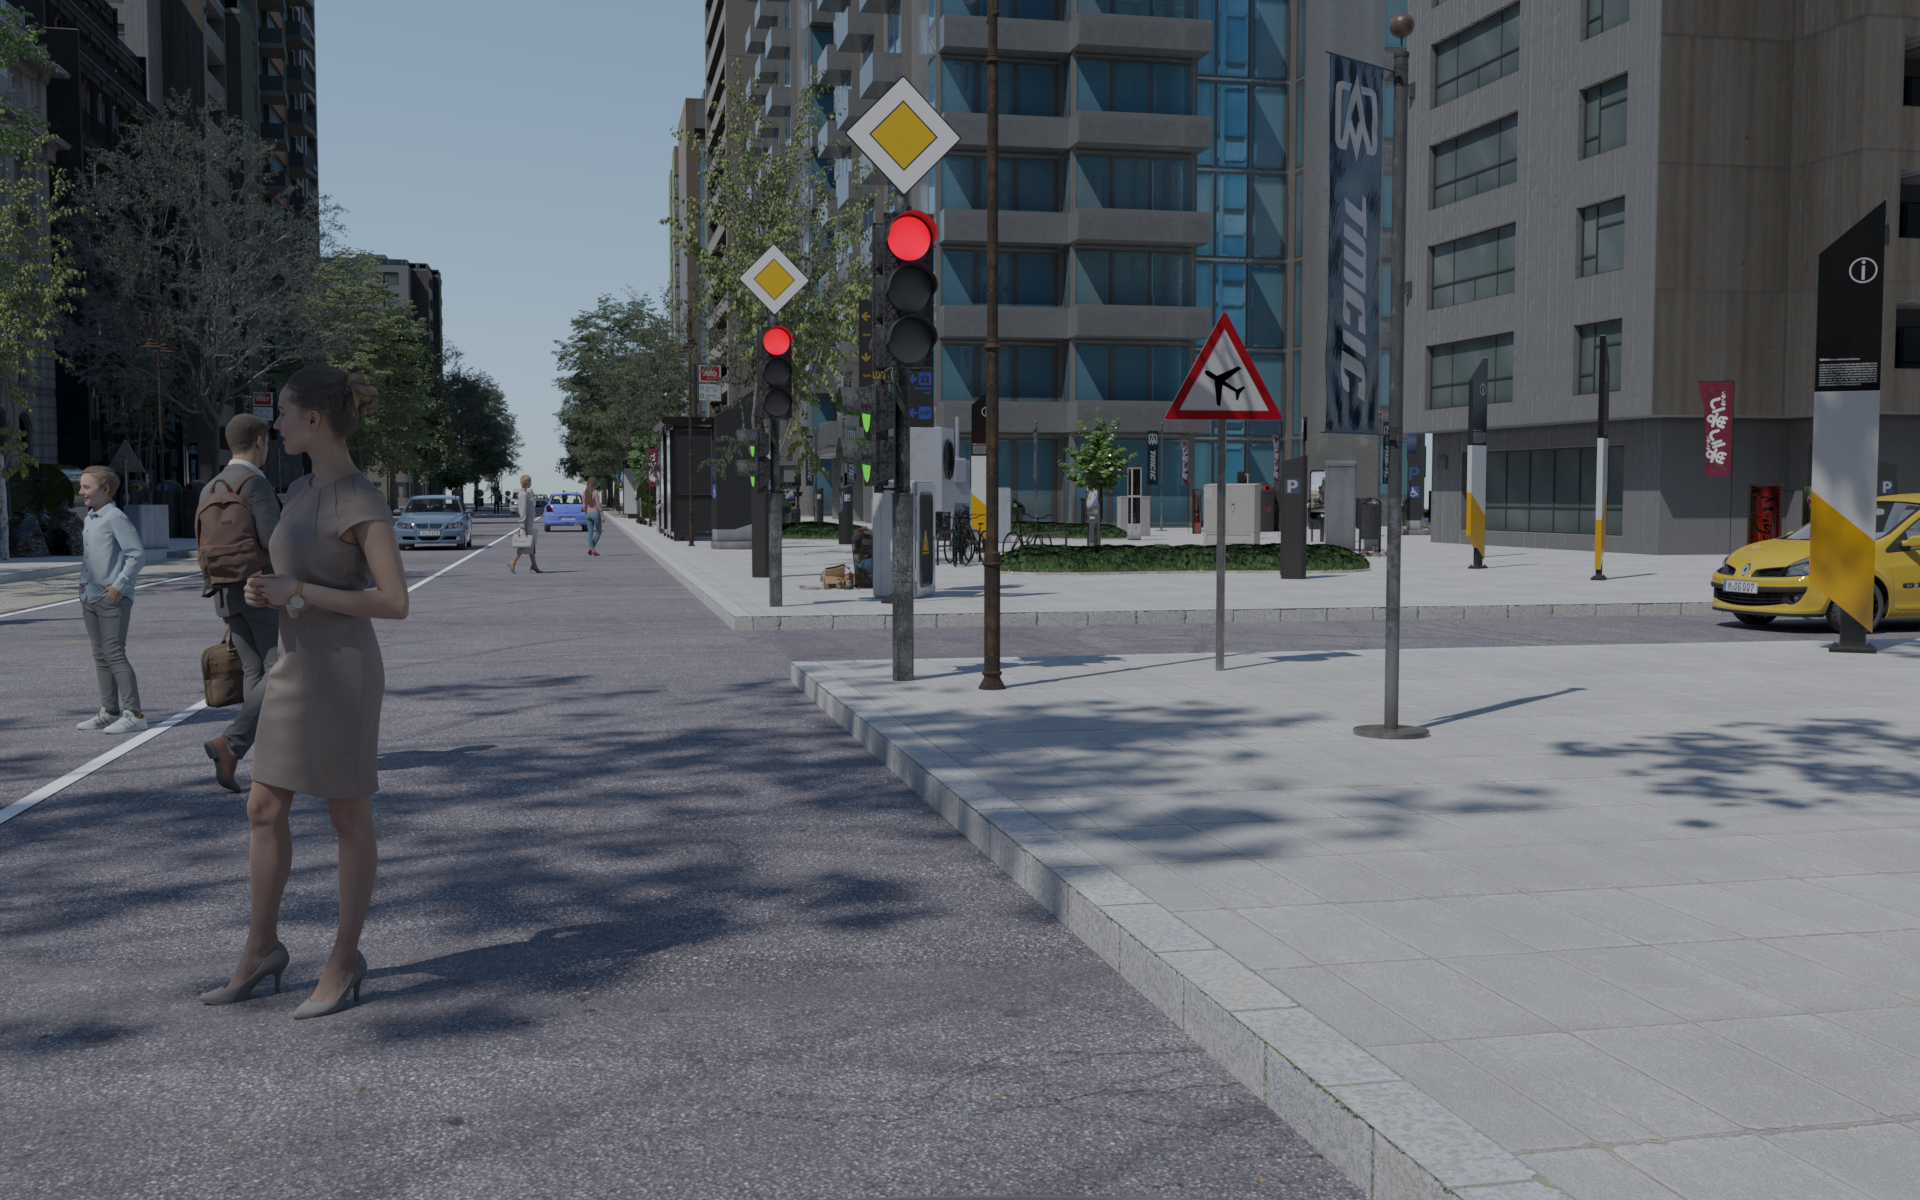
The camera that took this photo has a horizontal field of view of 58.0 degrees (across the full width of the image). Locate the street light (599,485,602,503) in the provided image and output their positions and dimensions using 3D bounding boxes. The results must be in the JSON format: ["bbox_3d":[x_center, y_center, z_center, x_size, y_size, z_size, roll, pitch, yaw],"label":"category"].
[{"bbox_3d":[-40.527,-13.724,197.173,0.468,5.910,1.993,-1,4,-12],"label":"street light"}]

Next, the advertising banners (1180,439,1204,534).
[{"bbox_3d":[7.655,-3.643,55.748,0.090,3.025,2.074,3,5,42],"label":"advertising banners"}]

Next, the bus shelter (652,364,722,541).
[{"bbox_3d":[-7.894,-4.492,51.074,2.179,5.291,8.768,-1,4,-12],"label":"bus shelter"}]

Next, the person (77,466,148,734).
[{"bbox_3d":[-5.193,-0.013,10.528,0.330,1.601,0.589,-3,5,-44],"label":"person"}]

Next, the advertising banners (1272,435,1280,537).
[{"bbox_3d":[9.779,-3.408,51.901,0.090,3.025,2.074,2,4,35],"label":"advertising banners"}]

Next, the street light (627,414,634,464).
[{"bbox_3d":[-17.647,-7.328,92.600,0.468,5.910,1.993,-1,4,-12],"label":"street light"}]

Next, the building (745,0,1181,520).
[{"bbox_3d":[-2.122,-30.210,113.539,23.786,49.044,30.456,-1,4,-12],"label":"building"}]

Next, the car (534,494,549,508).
[{"bbox_3d":[-40.020,-9.507,165.225,2.009,1.686,4.222,-1,4,-14],"label":"car"}]

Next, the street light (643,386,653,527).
[{"bbox_3d":[-12.121,-5.801,67.636,0.468,5.910,1.993,-1,4,-12],"label":"street light"}]

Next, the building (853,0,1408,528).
[{"bbox_3d":[5.687,-28.026,77.841,23.786,49.044,30.456,-1,4,-12],"label":"building"}]

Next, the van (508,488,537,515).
[{"bbox_3d":[-30.787,-7.031,121.970,2.013,2.044,4.112,-1,4,-12],"label":"van"}]

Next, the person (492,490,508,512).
[{"bbox_3d":[-36.911,-7.935,138.926,1.217,1.739,0.721,-1,4,-9],"label":"person"}]

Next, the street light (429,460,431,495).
[{"bbox_3d":[-35.809,-8.817,116.944,0.468,5.910,1.993,-1,4,-12],"label":"street light"}]

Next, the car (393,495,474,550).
[{"bbox_3d":[-13.848,-2.060,45.688,2.014,1.417,4.499,-1,4,-13],"label":"car"}]

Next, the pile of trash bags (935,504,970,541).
[{"bbox_3d":[0.210,-2.324,47.743,1.912,1.369,3.447,-1,4,-19],"label":"pile of trash bags"}]

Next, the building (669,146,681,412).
[{"bbox_3d":[-27.296,-32.041,207.469,14.154,41.232,14.086,-1,4,-12],"label":"building"}]

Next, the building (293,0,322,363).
[{"bbox_3d":[-60.246,-42.771,137.551,20.563,71.187,20.611,-1,4,-12],"label":"building"}]

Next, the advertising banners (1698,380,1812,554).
[{"bbox_3d":[12.419,-1.861,26.622,2.074,3.025,0.090,1,4,15],"label":"advertising banners"}]

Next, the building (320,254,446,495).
[{"bbox_3d":[-71.260,-26.982,212.851,14.160,30.474,14.107,-1,4,-12],"label":"building"}]

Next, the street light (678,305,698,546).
[{"bbox_3d":[-6.608,-4.261,42.451,0.468,5.910,1.993,-1,4,-12],"label":"street light"}]

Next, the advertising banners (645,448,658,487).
[{"bbox_3d":[-11.051,-4.274,66.063,2.074,3.025,0.090,1,4,17],"label":"advertising banners"}]

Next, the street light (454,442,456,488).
[{"bbox_3d":[-41.333,-10.338,141.815,0.468,5.910,1.993,-1,4,-12],"label":"street light"}]

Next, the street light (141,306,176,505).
[{"bbox_3d":[-19.682,-4.274,42.660,0.468,5.910,1.993,-1,4,-12],"label":"street light"}]

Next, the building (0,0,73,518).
[{"bbox_3d":[-36.971,-12.838,51.696,13.314,21.916,24.055,-1,4,-12],"label":"building"}]

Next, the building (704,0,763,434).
[{"bbox_3d":[-8.825,-31.497,138.684,21.300,48.544,21.600,-1,4,-12],"label":"building"}]

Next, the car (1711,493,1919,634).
[{"bbox_3d":[10.129,-0.517,18.685,3.980,1.641,2.015,-1,4,-14],"label":"car"}]

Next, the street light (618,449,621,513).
[{"bbox_3d":[-23.052,-8.823,117.049,0.468,5.910,1.993,-1,4,-12],"label":"street light"}]

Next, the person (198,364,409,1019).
[{"bbox_3d":[-1.807,0.249,4.768,0.599,1.781,0.374,3,4,37],"label":"person"}]

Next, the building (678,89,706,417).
[{"bbox_3d":[-23.917,-33.240,193.584,14.600,45.320,14.200,-1,4,-12],"label":"building"}]

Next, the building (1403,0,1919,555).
[{"bbox_3d":[19.789,-16.394,39.737,14.107,30.474,14.160,-1,4,-12],"label":"building"}]

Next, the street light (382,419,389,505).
[{"bbox_3d":[-30.433,-7.294,92.040,0.468,5.910,1.993,-1,4,-12],"label":"street light"}]

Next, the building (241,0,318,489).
[{"bbox_3d":[-55.162,-28.108,114.190,22.147,44.769,28.867,-1,4,-12],"label":"building"}]

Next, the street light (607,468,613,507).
[{"bbox_3d":[-28.479,-10.346,141.941,0.468,5.910,1.993,-1,4,-12],"label":"street light"}]

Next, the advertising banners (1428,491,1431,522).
[{"bbox_3d":[21.797,-5.097,79.516,2.074,3.025,0.090,1,4,21],"label":"advertising banners"}]

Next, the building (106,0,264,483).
[{"bbox_3d":[-46.846,-19.742,94.486,14.160,30.474,14.107,-1,4,-12],"label":"building"}]

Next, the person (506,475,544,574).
[{"bbox_3d":[-7.879,-1.373,31.308,0.624,1.780,0.694,0,4,-5],"label":"person"}]

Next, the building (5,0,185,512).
[{"bbox_3d":[-40.527,-14.775,71.252,12.332,23.373,15.834,-1,4,-12],"label":"building"}]

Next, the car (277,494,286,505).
[{"bbox_3d":[-10.533,-0.947,27.279,2.131,1.459,4.920,-1,4,-12],"label":"car"}]

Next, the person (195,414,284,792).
[{"bbox_3d":[-3.548,-0.009,8.610,0.622,1.834,0.822,1,4,22],"label":"person"}]

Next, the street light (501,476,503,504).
[{"bbox_3d":[-59.051,-15.314,223.173,0.468,5.910,1.993,-1,4,-12],"label":"street light"}]

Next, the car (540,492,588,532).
[{"bbox_3d":[-15.193,-3.499,66.803,1.945,1.707,3.694,-1,4,-14],"label":"car"}]

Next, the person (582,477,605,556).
[{"bbox_3d":[-8.462,-1.930,40.064,0.555,1.821,0.388,1,4,16],"label":"person"}]

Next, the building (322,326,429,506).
[{"bbox_3d":[-74.048,-21.102,190.052,27.650,21.520,28.899,-1,4,-12],"label":"building"}]

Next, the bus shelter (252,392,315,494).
[{"bbox_3d":[-27.179,-5.694,70.721,2.179,5.291,8.768,-1,4,-12],"label":"bus shelter"}]

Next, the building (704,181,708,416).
[{"bbox_3d":[-16.002,-23.504,155.989,14.160,30.474,14.107,-1,4,-12],"label":"building"}]

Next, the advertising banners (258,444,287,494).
[{"bbox_3d":[-25.613,-4.176,64.465,2.074,3.025,0.090,0,4,4],"label":"advertising banners"}]

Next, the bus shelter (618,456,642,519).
[{"bbox_3d":[-16.179,-5.719,87.433,2.014,3.302,5.546,-1,4,-12],"label":"bus shelter"}]

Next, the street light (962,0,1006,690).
[{"bbox_3d":[0.211,-2.351,11.228,0.468,5.910,1.993,-1,4,-12],"label":"street light"}]
